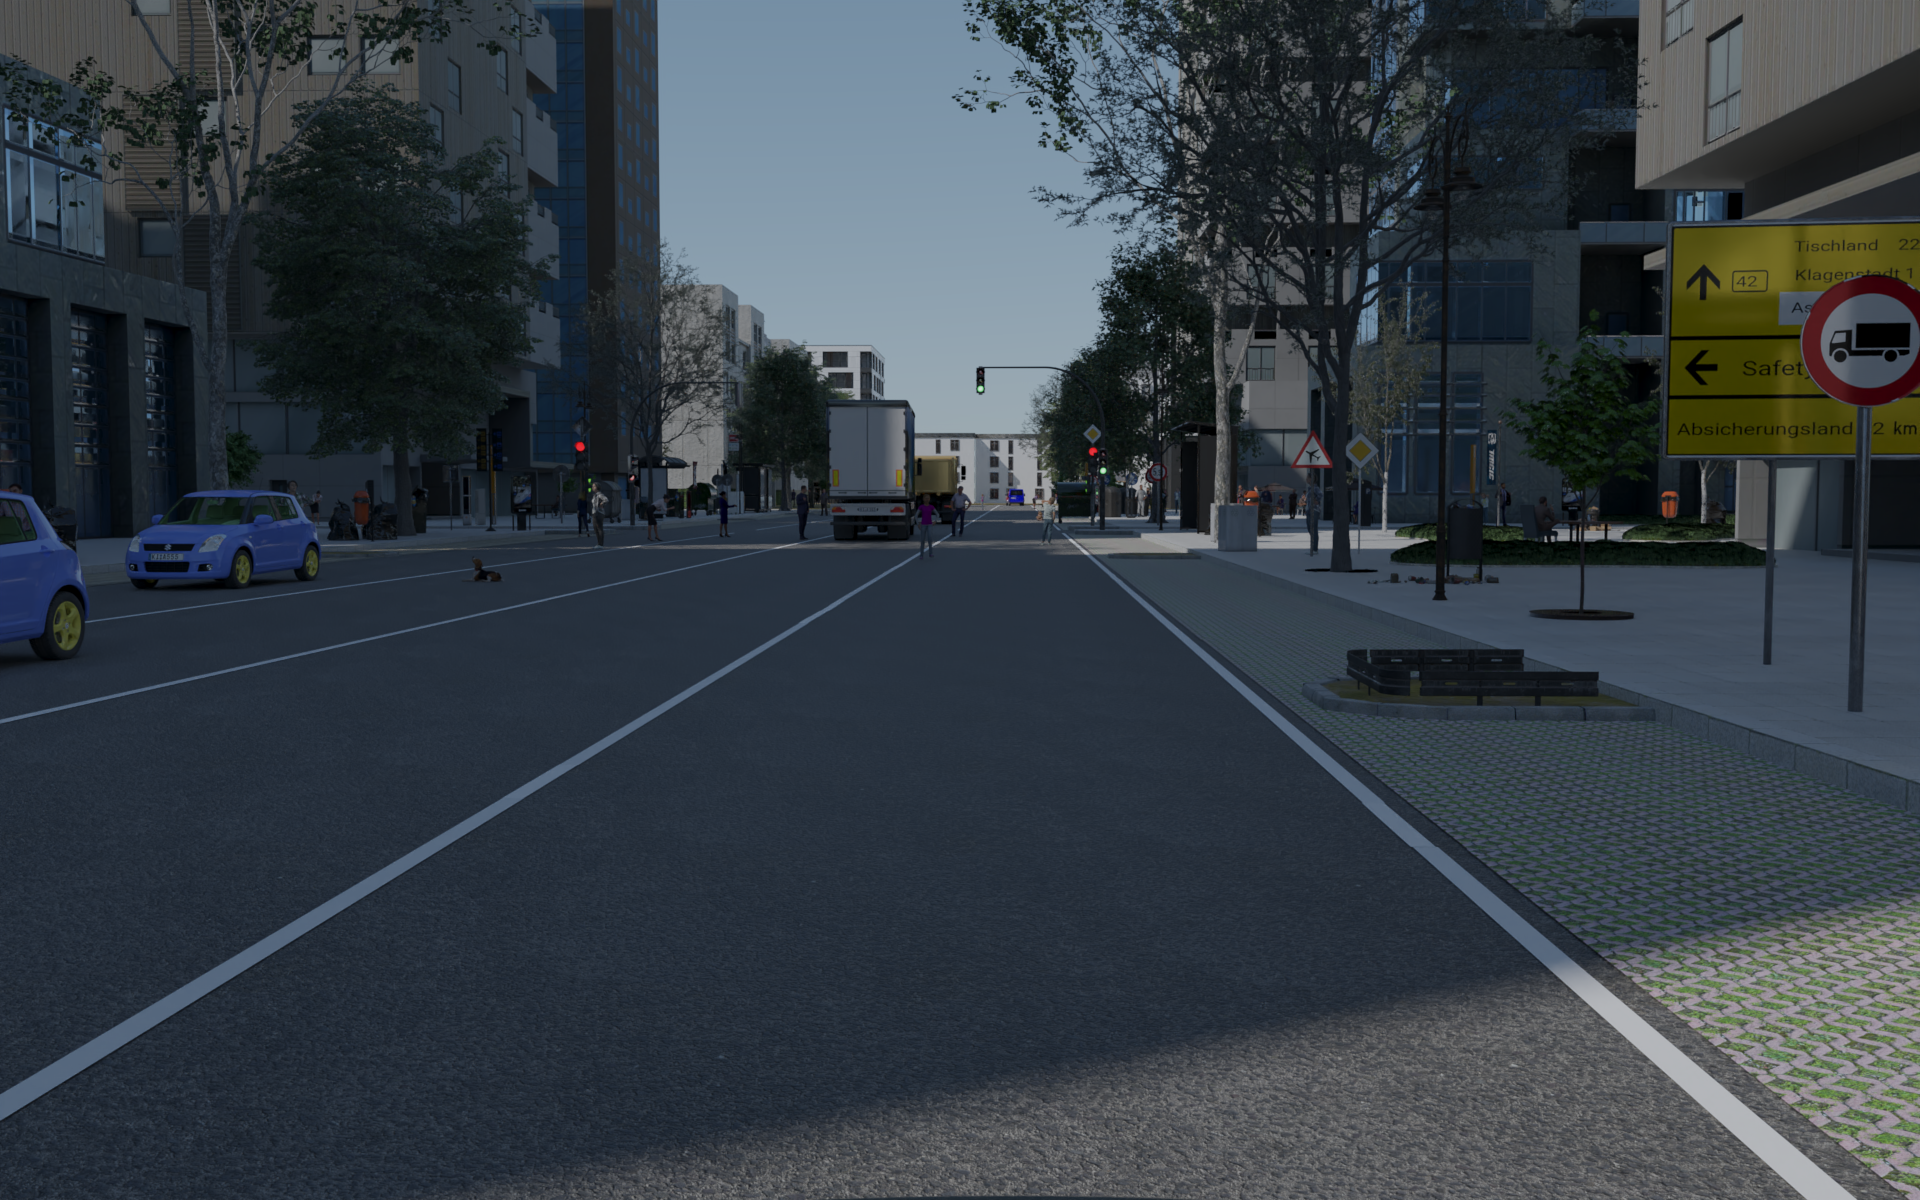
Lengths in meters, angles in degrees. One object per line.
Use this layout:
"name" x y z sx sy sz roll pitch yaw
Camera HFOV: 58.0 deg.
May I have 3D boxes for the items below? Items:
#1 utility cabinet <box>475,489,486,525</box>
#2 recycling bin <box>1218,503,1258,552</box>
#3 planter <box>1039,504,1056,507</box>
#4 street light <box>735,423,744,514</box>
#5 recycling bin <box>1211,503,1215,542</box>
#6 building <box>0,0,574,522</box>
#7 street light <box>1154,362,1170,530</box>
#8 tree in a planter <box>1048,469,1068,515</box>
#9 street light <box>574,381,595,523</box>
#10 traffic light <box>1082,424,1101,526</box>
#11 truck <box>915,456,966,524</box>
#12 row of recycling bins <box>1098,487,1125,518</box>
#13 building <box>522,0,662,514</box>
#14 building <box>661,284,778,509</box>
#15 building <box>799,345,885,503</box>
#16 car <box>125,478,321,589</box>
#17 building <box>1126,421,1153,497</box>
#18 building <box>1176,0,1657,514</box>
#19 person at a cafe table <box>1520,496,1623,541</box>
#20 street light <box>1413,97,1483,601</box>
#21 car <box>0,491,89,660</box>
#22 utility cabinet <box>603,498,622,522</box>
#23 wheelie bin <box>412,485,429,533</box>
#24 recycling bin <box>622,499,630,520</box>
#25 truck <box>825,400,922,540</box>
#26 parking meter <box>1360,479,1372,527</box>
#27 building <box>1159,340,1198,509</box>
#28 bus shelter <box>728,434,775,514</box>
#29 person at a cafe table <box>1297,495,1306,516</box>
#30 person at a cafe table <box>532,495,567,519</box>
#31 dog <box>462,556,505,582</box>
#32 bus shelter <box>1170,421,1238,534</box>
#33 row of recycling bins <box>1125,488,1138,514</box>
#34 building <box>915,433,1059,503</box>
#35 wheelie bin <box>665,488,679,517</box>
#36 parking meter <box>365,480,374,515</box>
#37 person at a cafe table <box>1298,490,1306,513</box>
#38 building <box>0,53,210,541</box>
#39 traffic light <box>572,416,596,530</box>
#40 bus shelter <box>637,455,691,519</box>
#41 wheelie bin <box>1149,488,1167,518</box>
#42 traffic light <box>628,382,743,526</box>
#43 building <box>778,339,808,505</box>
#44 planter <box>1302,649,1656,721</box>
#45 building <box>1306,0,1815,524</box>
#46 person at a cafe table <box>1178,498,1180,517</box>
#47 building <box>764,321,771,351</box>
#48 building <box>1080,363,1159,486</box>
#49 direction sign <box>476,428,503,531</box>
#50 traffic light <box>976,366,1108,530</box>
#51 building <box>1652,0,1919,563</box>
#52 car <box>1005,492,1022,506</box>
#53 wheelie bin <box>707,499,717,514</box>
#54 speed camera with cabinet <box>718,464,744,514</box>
"utility cabinet" -19.859 -3.851 71.642 0.318 1.500 1.173 -1 4 -22
"recycling bin" 6.232 -1.610 38.873 0.722 1.027 0.722 -1 4 -8
"planter" 8.793 -9.250 172.374 1.991 0.319 1.994 0 4 2
"street light" -14.071 -8.428 110.587 0.468 5.910 1.993 0 4 2
"recycling bin" 7.136 -2.068 46.361 0.722 1.027 0.722 0 4 -5
"building" -37.335 -30.686 90.961 28.713 52.752 27.495 0 4 2
"street light" 7.095 -5.392 60.948 0.468 5.910 1.993 0 4 2
"tree in a planter" 7.089 -7.596 121.412 1.991 3.239 1.994 0 4 2
"street light" -15.350 -6.003 70.944 0.468 5.910 1.993 0 4 2
"traffic light" 5.314 -4.935 69.615 0.839 4.253 0.868 0 4 2
"truck" -1.443 -5.486 85.620 3.469 3.379 9.791 0 4 0
"row of recycling bins" 8.254 -5.439 96.038 1.069 1.692 3.534 0 4 -3
"building" -29.079 -28.722 119.722 14.600 45.320 14.200 0 4 2
"building" -27.849 -18.088 162.189 16.747 18.905 31.486 0 4 2
"building" -27.927 -24.931 251.601 32.646 21.610 27.936 0 4 2
"car" -11.595 -1.085 27.335 1.945 1.707 3.694 0 4 4
"building" 24.357 -15.682 198.548 9.099 9.664 28.070 0 4 2
"building" 30.334 -32.760 124.871 28.713 52.752 27.495 0 4 2
"person at a cafe table" 12.293 -1.505 35.474 1.726 1.238 1.698 -1 4 -21
"street light" 5.804 -2.934 20.766 0.468 5.910 1.993 0 4 2
"car" -8.592 -0.252 13.717 1.945 1.707 3.694 0 4 2
"utility cabinet" -15.894 -4.128 78.657 1.020 1.237 0.306 0 4 -7
"wheelie bin" -17.789 -2.993 56.838 0.693 1.594 0.980 -1 4 -17
"recycling bin" -16.326 -4.423 84.872 0.722 1.027 0.722 0 4 0
"truck" -2.760 -4.167 57.046 2.839 4.237 11.283 0 3 0
"parking meter" 16.072 -3.841 68.519 0.399 1.863 0.255 -1 4 -22
"building" 33.015 -19.792 167.575 27.936 21.610 32.646 0 4 2
"bus shelter" -14.273 -8.593 118.131 2.179 5.291 8.768 0 4 2
"person at a cafe table" 20.412 -5.520 101.115 1.698 1.238 1.726 -2 4 -35
"person at a cafe table" -21.356 -4.887 90.762 1.726 1.238 1.698 3 5 40
"dog" -7.772 -0.495 28.282 0.550 0.427 0.748 -2 4 -35
"bus shelter" 8.216 -4.110 58.479 1.731 3.624 6.357 0 4 2
"row of recycling bins" 10.432 -6.391 111.603 1.069 1.692 3.534 -1 4 -19
"building" 2.108 -18.330 241.850 28.070 9.664 9.099 0 4 2
"wheelie bin" -16.063 -5.435 96.778 0.980 1.594 0.693 2 4 23
"parking meter" -24.577 -4.062 72.129 0.255 1.863 0.399 -3 4 -36
"person at a cafe table" 22.039 -6.156 109.165 1.622 1.524 1.698 1 4 16
"building" -39.860 -44.629 42.359 31.000 86.520 22.319 0 4 2
"traffic light" -13.545 -4.484 62.239 0.839 4.253 0.868 0 4 2
"bus shelter" -15.915 -6.043 92.721 2.014 3.302 5.546 0 4 2
"wheelie bin" 9.999 -4.871 87.542 0.693 1.594 0.980 -3 5 -43
"traffic light" -11.184 -5.842 70.185 4.771 5.953 1.251 0 4 2
"building" -34.858 -20.794 206.436 31.486 18.905 16.747 0 4 2
"planter" 3.405 0.567 11.873 1.991 0.319 1.994 0 4 2
"building" 33.114 -47.146 83.508 31.000 86.520 22.319 0 4 2
"person at a cafe table" 13.075 -5.313 97.734 1.726 1.238 1.698 -2 4 -35
"building" -28.008 -20.009 183.562 16.016 20.091 11.380 0 4 2
"building" 22.198 -23.743 244.625 11.380 20.091 16.016 0 4 2
"direction sign" -16.181 -4.136 59.625 0.876 3.537 0.379 -1 4 -8
"traffic light" 2.953 -5.315 61.563 4.771 5.953 1.251 0 4 2
"building" 29.281 -26.801 27.441 28.713 52.752 27.495 0 4 2
"car" 6.728 -12.674 215.889 2.281 1.827 5.304 0 4 1
"wheelie bin" -15.688 -6.208 109.406 0.693 1.594 0.980 0 4 -1
"speed camera with cabinet" -14.922 -7.245 112.784 2.038 3.252 0.660 3 5 45
